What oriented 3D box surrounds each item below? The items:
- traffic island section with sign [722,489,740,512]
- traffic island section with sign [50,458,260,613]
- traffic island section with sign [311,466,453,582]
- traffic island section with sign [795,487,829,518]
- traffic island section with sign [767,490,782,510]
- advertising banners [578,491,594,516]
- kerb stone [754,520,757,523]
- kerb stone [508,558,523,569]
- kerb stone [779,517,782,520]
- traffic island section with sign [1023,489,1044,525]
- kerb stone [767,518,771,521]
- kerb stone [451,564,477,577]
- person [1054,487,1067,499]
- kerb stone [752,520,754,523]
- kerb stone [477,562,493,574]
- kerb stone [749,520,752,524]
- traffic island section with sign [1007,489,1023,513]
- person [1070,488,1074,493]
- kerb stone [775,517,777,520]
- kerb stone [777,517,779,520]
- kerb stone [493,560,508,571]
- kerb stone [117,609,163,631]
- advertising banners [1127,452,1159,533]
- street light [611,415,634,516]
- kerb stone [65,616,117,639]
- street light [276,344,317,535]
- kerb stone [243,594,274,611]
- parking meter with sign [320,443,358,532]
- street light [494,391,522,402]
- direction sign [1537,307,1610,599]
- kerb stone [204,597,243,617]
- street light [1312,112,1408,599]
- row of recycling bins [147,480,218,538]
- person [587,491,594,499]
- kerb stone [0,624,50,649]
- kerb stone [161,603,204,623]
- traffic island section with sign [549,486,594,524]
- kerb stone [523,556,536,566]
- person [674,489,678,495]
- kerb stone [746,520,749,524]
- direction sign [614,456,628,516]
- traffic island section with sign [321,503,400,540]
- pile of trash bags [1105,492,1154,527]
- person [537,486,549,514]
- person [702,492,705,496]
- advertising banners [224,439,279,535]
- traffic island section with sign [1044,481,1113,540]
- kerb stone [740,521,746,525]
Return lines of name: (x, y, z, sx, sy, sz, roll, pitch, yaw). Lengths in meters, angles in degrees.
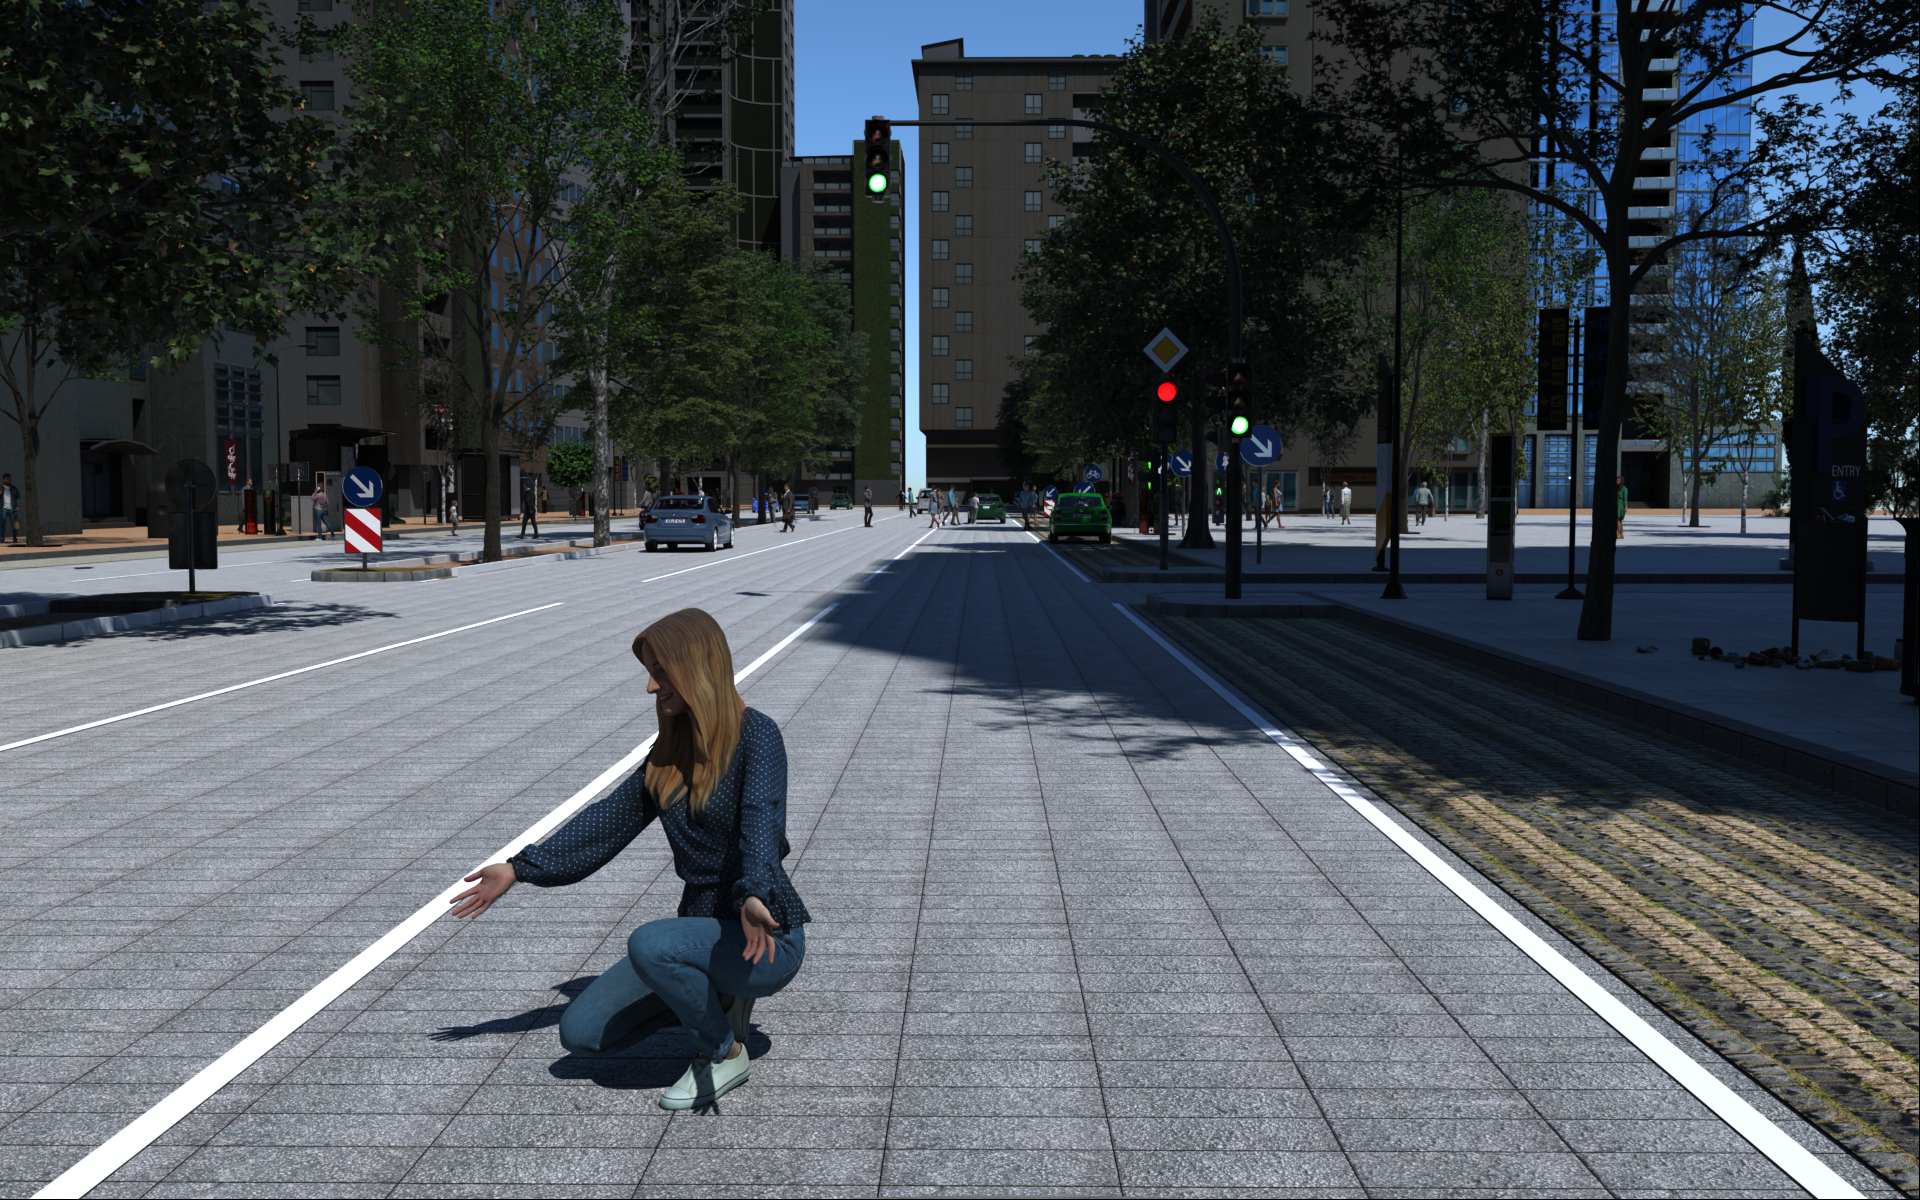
traffic island section with sign: (-17.787, -7.531, 131.767, 1.989, 1.847, 2.006, 0, 4, 1)
traffic island section with sign: (-9.909, -0.830, 21.708, 2.006, 1.907, 1.989, 0, 4, 1)
traffic island section with sign: (-9.808, -1.283, 29.115, 2.006, 1.907, 1.989, 0, 4, 1)
traffic island section with sign: (-8.893, -5.878, 104.248, 2.006, 1.907, 1.989, 0, 4, 1)
traffic island section with sign: (-17.440, -9.230, 159.544, 1.989, 1.847, 2.006, 0, 4, 1)
advertising banners: (-21.716, -6.319, 99.500, 2.074, 3.025, 0.090, 2, 4, 29)
kerb stone: (-10.180, -3.832, 84.871, 0.120, 0.150, 1.000, 0, 4, 1)
kerb stone: (-8.721, -0.696, 33.580, 0.120, 0.150, 1.000, 0, 4, 1)
kerb stone: (-10.041, -4.522, 96.159, 0.120, 0.150, 1.000, 0, 4, 1)
traffic island section with sign: (4.128, -4.472, 81.750, 1.989, 1.847, 2.006, 0, 4, 1)
kerb stone: (-10.092, -4.273, 92.055, 0.120, 0.150, 1.000, 0, 4, 1)
kerb stone: (-8.750, -0.507, 30.493, 0.120, 0.150, 1.000, 0, 4, 1)
person: (7.912, -7.769, 133.076, 1.348, 1.822, 0.705, -1, 4, -16)
kerb stone: (-10.208, -3.771, 83.846, 0.120, 0.150, 1.000, 0, 4, 1)
kerb stone: (-8.745, -0.570, 31.515, 0.120, 0.150, 1.000, 0, 4, 1)
kerb stone: (-10.212, -3.708, 82.824, 0.120, 0.150, 1.000, 0, 4, 1)
traffic island section with sign: (4.723, -7.487, 131.038, 1.989, 1.847, 2.006, 0, 4, 1)
person: (6.854, -6.018, 105.909, 0.415, 1.643, 0.593, 0, 4, 1)
kerb stone: (-10.086, -4.335, 93.077, 0.120, 0.150, 1.000, 0, 4, 1)
kerb stone: (-10.072, -4.396, 94.104, 0.120, 0.150, 1.000, 0, 4, 1)
kerb stone: (-8.737, -0.633, 32.546, 0.120, 0.150, 1.000, 0, 4, 1)
kerb stone: (-8.899, 0.228, 18.637, 0.120, 0.150, 1.000, 0, 4, 1)
advertising banners: (6.033, -3.692, 56.550, 0.090, 3.025, 2.074, -2, 4, -31)
street light: (-19.817, -7.910, 101.876, 1.470, 5.913, 1.316, 0, 4, 1)
kerb stone: (-8.910, 0.280, 17.612, 0.120, 0.150, 1.000, 0, 4, 1)
street light: (-20.547, -4.958, 53.609, 1.470, 5.913, 1.316, 0, 4, 1)
kerb stone: (-8.871, 0.032, 21.721, 0.120, 0.150, 1.000, 0, 4, 1)
parking meter with sign: (-21.376, -3.828, 58.845, 1.738, 3.016, 0.543, -1, 4, -11)
street light: (-20.351, -6.442, 77.868, 1.470, 5.913, 1.316, 0, 4, 1)
direction sign: (7.499, -1.783, 21.146, 0.876, 3.537, 0.379, 1, 4, 23)
kerb stone: (-8.878, 0.092, 20.695, 0.120, 0.150, 1.000, 0, 4, 1)
street light: (4.804, -2.974, 21.162, 1.470, 5.913, 1.316, 0, 4, 1)
row of recycling bins: (-23.210, -2.737, 51.861, 1.069, 1.692, 3.534, 0, 4, 0)
person: (-25.914, -7.178, 123.342, 1.348, 1.831, 0.705, 0, 4, -8)
kerb stone: (-8.929, 0.344, 16.591, 0.120, 0.150, 1.000, 0, 4, 1)
kerb stone: (-8.894, 0.155, 19.667, 0.120, 0.150, 1.000, 0, 4, 1)
traffic island section with sign: (-18.390, -4.519, 82.515, 1.989, 1.847, 2.006, 0, 4, 1)
kerb stone: (-8.709, -0.757, 34.608, 0.120, 0.150, 1.000, 0, 4, 1)
person: (-24.441, -8.718, 149.104, 1.217, 1.766, 0.721, -3, 5, -42)
kerb stone: (-10.223, -3.645, 81.784, 0.120, 0.150, 1.000, 0, 4, 1)
direction sign: (-20.285, -6.828, 103.630, 0.876, 3.537, 0.379, 0, 4, -2)
traffic island section with sign: (-18.726, -2.793, 54.287, 1.989, 1.847, 2.006, 0, 4, 1)
pile of trash bags: (6.808, -3.629, 69.084, 1.912, 1.369, 3.447, -1, 4, -16)
person: (-27.513, -6.625, 114.448, 0.705, 1.812, 1.348, 1, 4, 21)
person: (-21.180, -8.250, 141.876, 0.436, 1.711, 0.756, 1, 4, 20)
advertising banners: (-22.393, -3.578, 54.695, 2.074, 3.025, 0.090, 1, 4, 21)
traffic island section with sign: (3.787, -2.824, 54.797, 1.989, 1.847, 2.006, 0, 4, 1)
kerb stone: (-10.243, -3.580, 80.761, 0.120, 0.150, 1.000, 0, 4, 1)
